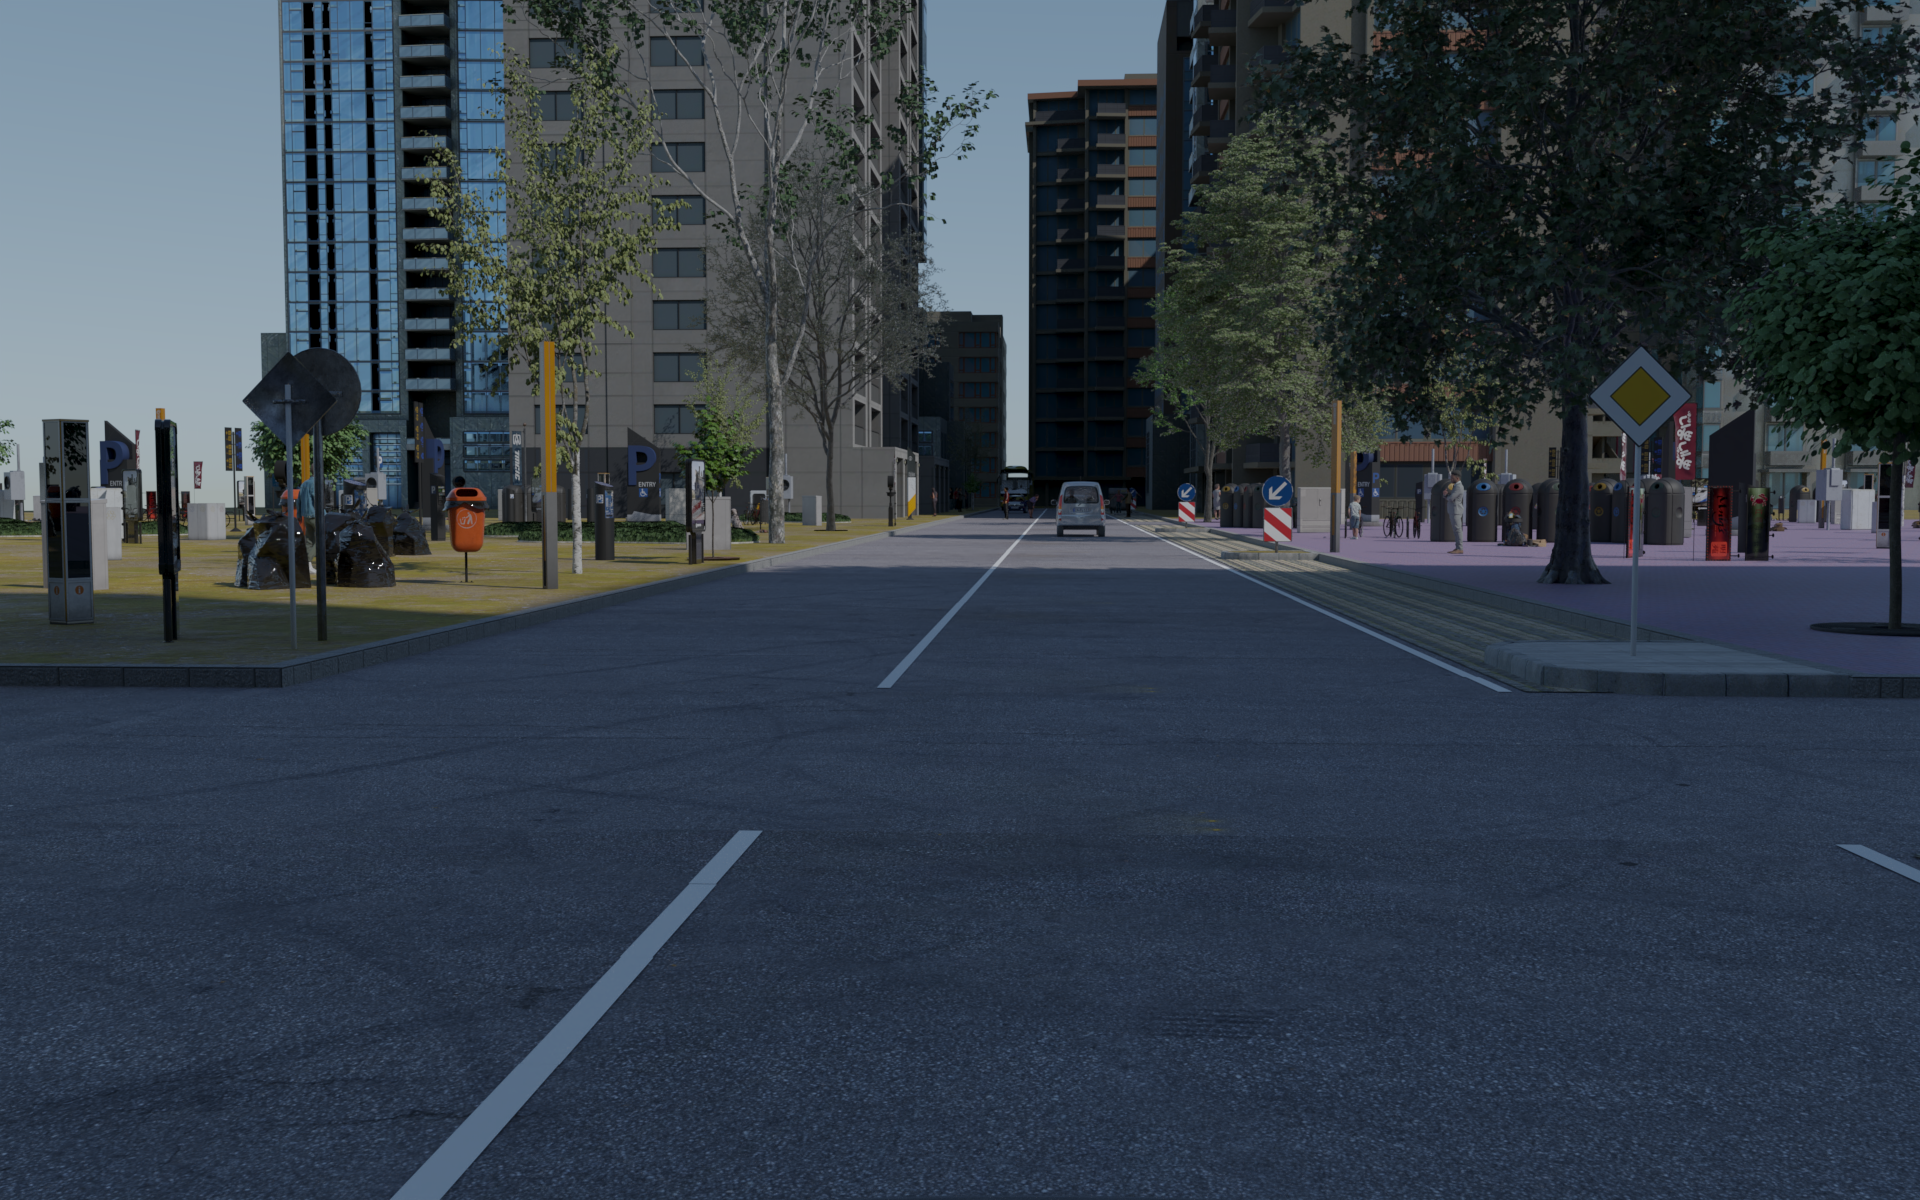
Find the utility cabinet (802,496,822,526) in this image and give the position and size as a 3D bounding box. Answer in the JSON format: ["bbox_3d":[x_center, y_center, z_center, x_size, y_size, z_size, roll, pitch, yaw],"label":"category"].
[{"bbox_3d":[-6.044,-3.644,70.748,0.306,1.237,1.020,-3,5,-39],"label":"utility cabinet"}]

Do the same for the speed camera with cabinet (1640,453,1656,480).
[{"bbox_3d":[33.391,-5.414,82.859,2.038,3.252,0.660,-1,4,-16],"label":"speed camera with cabinet"}]

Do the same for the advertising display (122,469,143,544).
[{"bbox_3d":[-21.408,-2.422,44.820,0.974,1.923,0.123,3,5,43],"label":"advertising display"}]

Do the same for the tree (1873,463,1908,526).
[{"bbox_3d":[37.227,-7.236,68.664,4.360,8.622,3.978,0,3,0],"label":"tree"}]

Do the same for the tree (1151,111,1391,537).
[{"bbox_3d":[9.297,-8.162,51.580,7.486,12.596,7.792,0,3,0],"label":"tree"}]

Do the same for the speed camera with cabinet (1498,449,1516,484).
[{"bbox_3d":[24.857,-5.026,76.518,2.038,3.252,0.660,2,4,32],"label":"speed camera with cabinet"}]

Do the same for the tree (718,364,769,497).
[{"bbox_3d":[-11.978,-8.414,87.928,4.737,8.622,4.395,0,3,0],"label":"tree"}]

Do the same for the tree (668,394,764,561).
[{"bbox_3d":[-4.925,-2.391,33.695,1.663,3.219,1.824,0,3,0],"label":"tree"}]

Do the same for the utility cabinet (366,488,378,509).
[{"bbox_3d":[-21.836,-3.378,63.914,0.318,1.500,1.173,0,4,-1],"label":"utility cabinet"}]

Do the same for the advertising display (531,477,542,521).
[{"bbox_3d":[-16.077,-3.739,66.339,0.974,1.923,0.123,3,4,38],"label":"advertising display"}]

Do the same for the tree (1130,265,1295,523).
[{"bbox_3d":[11.202,-9.277,77.434,9.928,11.665,9.643,0,3,0],"label":"tree"}]

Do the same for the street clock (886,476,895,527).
[{"bbox_3d":[-2.731,-3.891,68.186,0.358,2.002,0.471,0,4,1],"label":"street clock"}]

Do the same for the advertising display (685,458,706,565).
[{"bbox_3d":[-4.849,-1.625,31.787,0.123,1.923,0.974,0,4,6],"label":"advertising display"}]

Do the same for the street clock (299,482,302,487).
[{"bbox_3d":[-27.971,-4.236,73.827,0.358,2.002,0.471,2,4,31],"label":"street clock"}]

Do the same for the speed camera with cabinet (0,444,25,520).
[{"bbox_3d":[-37.859,-4.556,68.820,2.038,3.252,0.660,3,5,40],"label":"speed camera with cabinet"}]

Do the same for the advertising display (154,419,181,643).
[{"bbox_3d":[-6.992,-0.617,15.310,0.123,1.923,0.974,-1,4,-21],"label":"advertising display"}]

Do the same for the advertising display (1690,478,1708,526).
[{"bbox_3d":[29.722,-3.921,69.330,0.974,1.923,0.123,0,4,1],"label":"advertising display"}]

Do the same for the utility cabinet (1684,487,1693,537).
[{"bbox_3d":[21.478,-2.605,51.266,0.318,1.500,1.173,1,4,19],"label":"utility cabinet"}]

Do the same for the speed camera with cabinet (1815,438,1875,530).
[{"bbox_3d":[31.626,-4.130,61.859,2.038,3.252,0.660,-1,4,-13],"label":"speed camera with cabinet"}]

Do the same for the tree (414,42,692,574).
[{"bbox_3d":[-6.404,-4.725,27.621,4.737,8.622,4.395,0,3,0],"label":"tree"}]

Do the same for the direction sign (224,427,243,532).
[{"bbox_3d":[-24.708,-4.097,58.977,0.379,3.537,0.876,1,4,14],"label":"direction sign"}]

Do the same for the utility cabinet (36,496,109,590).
[{"bbox_3d":[-11.982,-0.750,23.424,1.020,1.237,0.306,2,4,28],"label":"utility cabinet"}]

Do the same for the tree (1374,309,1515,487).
[{"bbox_3d":[17.362,-6.749,60.709,4.737,8.622,4.395,0,3,0],"label":"tree"}]

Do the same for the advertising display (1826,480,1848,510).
[{"bbox_3d":[38.861,-4.375,76.737,0.974,1.923,0.123,-1,4,-11],"label":"advertising display"}]

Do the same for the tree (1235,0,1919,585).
[{"bbox_3d":[8.832,-6.592,24.791,9.611,12.733,9.660,0,3,0],"label":"tree"}]

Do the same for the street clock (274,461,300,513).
[{"bbox_3d":[-14.614,-2.010,37.428,0.358,2.002,0.471,0,4,-2],"label":"street clock"}]

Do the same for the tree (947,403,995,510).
[{"bbox_3d":[0.975,-11.564,139.437,4.360,8.622,3.978,0,3,0],"label":"tree"}]

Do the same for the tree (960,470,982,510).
[{"bbox_3d":[1.014,-8.633,135.744,1.663,3.219,1.824,0,3,0],"label":"tree"}]

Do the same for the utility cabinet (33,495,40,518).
[{"bbox_3d":[-44.838,-4.508,84.861,1.020,1.237,0.306,0,4,1],"label":"utility cabinet"}]

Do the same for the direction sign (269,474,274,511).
[{"bbox_3d":[-33.678,-5.682,84.890,0.379,3.537,0.876,-3,5,-43],"label":"direction sign"}]

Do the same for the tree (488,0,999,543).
[{"bbox_3d":[-5.473,-11.453,43.139,12.611,20.169,13.585,0,3,0],"label":"tree"}]

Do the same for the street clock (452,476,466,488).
[{"bbox_3d":[-19.982,-3.947,69.103,0.471,2.002,0.358,-2,4,-35],"label":"street clock"}]

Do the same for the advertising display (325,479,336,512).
[{"bbox_3d":[-27.146,-4.234,74.441,0.974,1.923,0.123,3,4,36],"label":"advertising display"}]

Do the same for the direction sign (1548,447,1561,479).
[{"bbox_3d":[28.873,-5.608,83.687,0.876,3.537,0.379,2,4,34],"label":"direction sign"}]

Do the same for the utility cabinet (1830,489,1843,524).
[{"bbox_3d":[37.494,-3.951,73.277,1.173,1.500,0.318,0,4,-6],"label":"utility cabinet"}]

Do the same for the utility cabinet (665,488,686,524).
[{"bbox_3d":[-11.013,-3.640,68.194,1.173,1.500,0.318,-3,5,-39],"label":"utility cabinet"}]

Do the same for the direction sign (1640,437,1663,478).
[{"bbox_3d":[27.541,-4.713,69.052,0.379,3.537,0.876,-3,5,-43],"label":"direction sign"}]

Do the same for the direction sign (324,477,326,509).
[{"bbox_3d":[-18.743,-3.610,51.022,0.876,3.537,0.379,-2,4,-30],"label":"direction sign"}]

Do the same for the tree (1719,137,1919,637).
[{"bbox_3d":[8.843,-1.982,16.119,4.285,4.588,4.351,0,3,0],"label":"tree"}]

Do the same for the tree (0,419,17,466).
[{"bbox_3d":[-27.880,-3.897,47.427,4.285,4.588,4.351,0,3,0],"label":"tree"}]

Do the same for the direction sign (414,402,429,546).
[{"bbox_3d":[-13.367,-3.110,42.850,0.379,3.537,0.876,0,4,-5],"label":"direction sign"}]

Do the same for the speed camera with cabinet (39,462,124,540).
[{"bbox_3d":[-24.410,-3.290,48.121,0.660,3.252,2.038,3,4,37],"label":"speed camera with cabinet"}]

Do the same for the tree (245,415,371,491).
[{"bbox_3d":[-18.280,-3.965,48.541,4.285,4.588,4.351,0,3,0],"label":"tree"}]

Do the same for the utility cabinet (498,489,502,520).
[{"bbox_3d":[-21.856,-4.588,83.696,0.318,1.500,1.173,1,4,18],"label":"utility cabinet"}]

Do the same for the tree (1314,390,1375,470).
[{"bbox_3d":[19.210,-8.187,84.221,4.737,8.622,4.395,0,3,0],"label":"tree"}]

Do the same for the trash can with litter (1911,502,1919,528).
[{"bbox_3d":[35.923,-3.260,64.688,0.624,1.170,1.055,0,4,-2],"label":"trash can with litter"}]

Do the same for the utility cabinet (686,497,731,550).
[{"bbox_3d":[-5.801,-1.760,39.939,1.020,1.237,0.306,-1,4,-8],"label":"utility cabinet"}]

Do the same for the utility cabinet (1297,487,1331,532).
[{"bbox_3d":[11.731,-2.960,57.076,1.173,1.500,0.318,-1,4,-9],"label":"utility cabinet"}]

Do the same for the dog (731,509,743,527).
[{"bbox_3d":[-7.004,-2.435,54.196,0.513,0.831,0.800,0,4,-2],"label":"dog"}]

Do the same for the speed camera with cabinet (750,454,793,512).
[{"bbox_3d":[-9.238,-5.537,84.870,2.038,3.252,0.660,0,4,6],"label":"speed camera with cabinet"}]

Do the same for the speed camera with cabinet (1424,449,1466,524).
[{"bbox_3d":[21.364,-4.972,75.635,2.038,3.252,0.660,2,4,25],"label":"speed camera with cabinet"}]

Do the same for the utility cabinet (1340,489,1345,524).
[{"bbox_3d":[15.543,-3.910,72.608,1.173,1.500,0.318,3,5,44],"label":"utility cabinet"}]

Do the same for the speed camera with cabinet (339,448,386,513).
[{"bbox_3d":[-25.549,-4.873,74.009,2.038,3.252,0.660,1,4,18],"label":"speed camera with cabinet"}]

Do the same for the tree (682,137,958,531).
[{"bbox_3d":[-4.584,-9.134,59.717,12.009,13.543,11.850,0,3,0],"label":"tree"}]

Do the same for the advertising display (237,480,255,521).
[{"bbox_3d":[-33.878,-4.708,82.196,0.123,1.923,0.974,2,4,26],"label":"advertising display"}]
